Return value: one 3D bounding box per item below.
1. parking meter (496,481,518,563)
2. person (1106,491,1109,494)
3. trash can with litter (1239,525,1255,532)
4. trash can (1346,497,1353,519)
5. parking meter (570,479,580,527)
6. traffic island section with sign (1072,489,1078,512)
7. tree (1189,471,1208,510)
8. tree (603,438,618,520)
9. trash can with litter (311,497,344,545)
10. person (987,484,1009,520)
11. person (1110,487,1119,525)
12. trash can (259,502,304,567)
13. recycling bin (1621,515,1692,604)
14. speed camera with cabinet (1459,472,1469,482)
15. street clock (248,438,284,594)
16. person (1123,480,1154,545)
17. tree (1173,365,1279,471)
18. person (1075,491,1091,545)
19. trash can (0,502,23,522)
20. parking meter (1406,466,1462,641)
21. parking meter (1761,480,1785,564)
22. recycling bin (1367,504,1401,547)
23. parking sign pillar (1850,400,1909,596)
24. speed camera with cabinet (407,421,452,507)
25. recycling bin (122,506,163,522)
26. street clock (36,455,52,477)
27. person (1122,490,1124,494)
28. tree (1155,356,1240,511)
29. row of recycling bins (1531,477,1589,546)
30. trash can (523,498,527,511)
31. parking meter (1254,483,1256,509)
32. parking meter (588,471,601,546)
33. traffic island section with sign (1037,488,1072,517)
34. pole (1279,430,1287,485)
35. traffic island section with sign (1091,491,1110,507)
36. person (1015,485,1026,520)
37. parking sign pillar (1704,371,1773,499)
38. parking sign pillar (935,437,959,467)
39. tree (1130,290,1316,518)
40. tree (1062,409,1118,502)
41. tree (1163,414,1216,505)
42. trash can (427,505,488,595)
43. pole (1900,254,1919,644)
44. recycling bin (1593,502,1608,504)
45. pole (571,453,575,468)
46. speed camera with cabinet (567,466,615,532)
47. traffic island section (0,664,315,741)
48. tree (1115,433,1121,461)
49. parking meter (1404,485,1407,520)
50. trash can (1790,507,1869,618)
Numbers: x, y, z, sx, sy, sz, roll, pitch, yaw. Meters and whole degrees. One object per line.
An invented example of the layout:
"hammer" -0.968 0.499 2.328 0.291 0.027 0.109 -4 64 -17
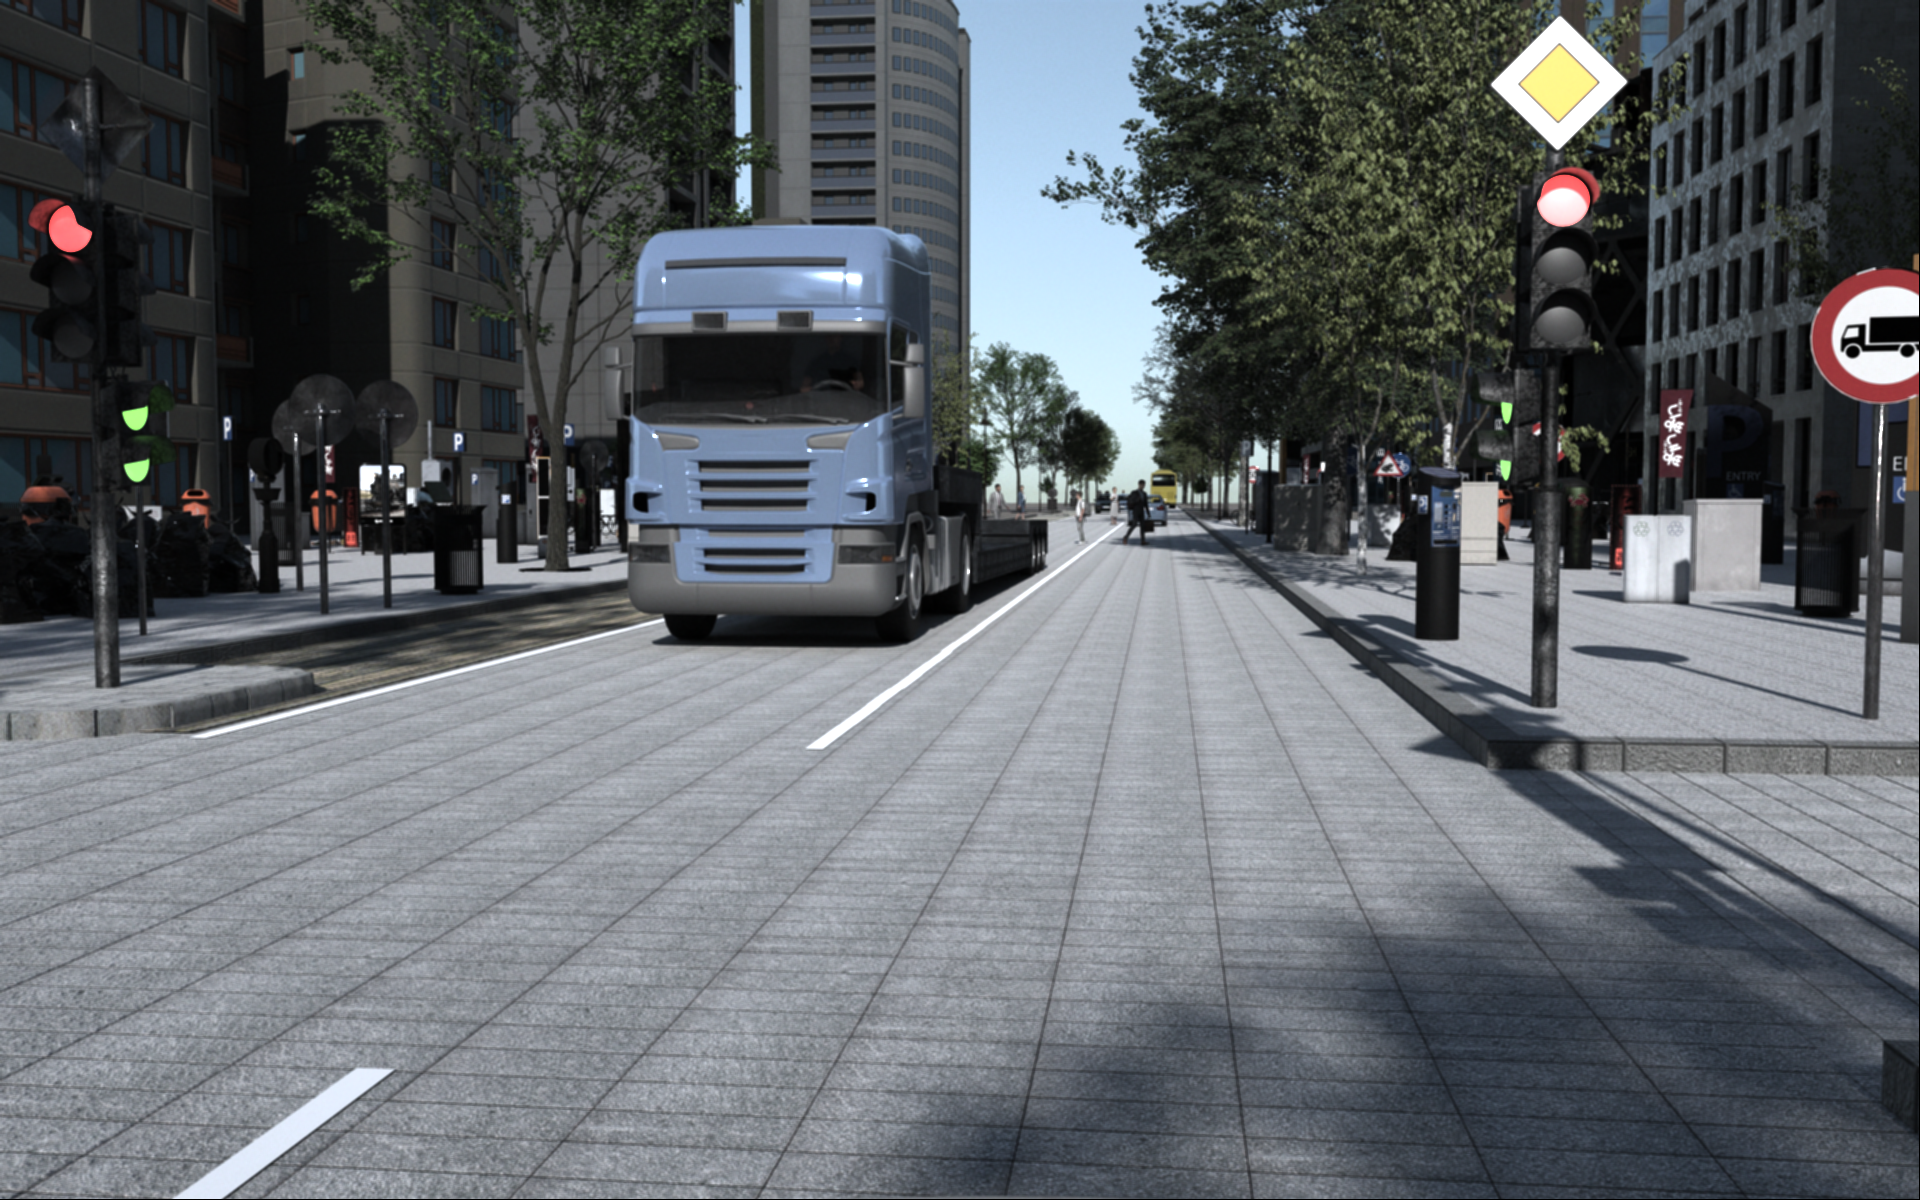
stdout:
"parking meter" -8.415 -1.452 32.155 0.372 1.533 0.369 0 3 0
"person" 16.824 -11.524 196.931 1.348 1.822 0.705 2 4 28
"trash can with litter" 10.775 -2.936 59.069 2.233 1.210 1.678 2 4 26
"trash can" 18.802 -4.450 84.409 0.748 1.137 0.748 0 3 0
"parking meter" -14.812 -3.723 66.583 0.399 1.863 0.255 0 4 7
"traffic island section with sign" 9.127 -7.893 137.682 1.989 1.847 2.006 0 4 7
"tree" 19.925 -9.042 142.437 1.663 3.219 1.824 0 3 0
"tree" -16.492 -6.252 85.934 4.285 4.588 4.351 0 3 0
"trash can with litter" -16.089 -1.995 43.671 1.678 1.210 2.233 2 4 32
"person" 1.331 -3.270 62.231 0.678 1.792 0.850 -2 4 -32
"person" 7.242 -4.383 80.726 0.480 1.755 0.524 -3 4 -37
"trash can" -12.045 -1.170 30.784 0.748 1.137 0.748 0 3 0
"recycling bin" 8.286 -0.494 20.629 0.722 1.027 0.722 1 4 19
"speed camera with cabinet" 20.434 -4.746 71.940 0.660 3.252 2.038 3 5 42
"street clock" -8.948 -1.089 22.382 0.358 2.002 0.471 1 4 11
"person" 4.994 -2.446 48.461 0.622 1.834 0.822 -3 5 -42
"tree" 17.184 -10.732 109.884 7.601 10.594 8.767 -3 4 -37
"person" 3.443 -2.335 49.268 0.523 1.515 0.503 -3 5 -41
"trash can" -16.542 -1.146 30.392 0.748 1.137 0.748 0 3 0
"parking meter" 4.226 -0.421 15.297 0.372 1.533 0.369 0 3 0
"parking meter" 14.928 -1.430 31.799 0.372 1.533 0.369 0 3 0
"recycling bin" 10.357 -1.831 42.484 0.722 1.027 0.722 0 4 -3
"parking sign pillar" 12.176 -2.062 22.190 1.447 3.967 1.447 2 4 32
"speed camera with cabinet" -14.210 -3.157 45.955 0.660 3.252 2.038 1 4 11
"recycling bin" -17.299 -1.469 36.574 0.722 1.027 0.722 -3 4 -38
"street clock" -16.908 -1.679 32.024 0.358 2.002 0.471 -2 4 -31
"person" 16.493 -10.163 174.657 0.705 1.826 1.348 2 4 34
"tree" 18.314 -12.858 128.361 7.486 12.596 7.792 0 3 0
"row of recycling bins" 15.325 -2.262 44.096 1.069 1.692 3.534 0 4 8
"trash can" -15.660 -3.174 63.556 0.748 1.137 0.748 0 3 0
"parking meter" 14.455 -4.789 84.009 0.399 1.863 0.255 0 4 5
"parking meter" -8.986 -2.256 42.593 0.255 1.863 0.399 -1 4 -17
"traffic island section with sign" 5.965 -6.249 110.791 1.989 1.847 2.006 0 4 7
"pole" 9.270 -3.420 49.765 0.158 3.312 0.155 0 3 0
"traffic island section with sign" 15.533 -11.234 192.299 1.989 1.847 2.006 0 4 7
"person" 2.725 -4.230 77.678 0.581 1.822 0.654 -3 5 -43
"parking sign pillar" 16.904 -3.008 37.659 1.447 3.967 1.447 2 4 34
"parking sign pillar" -0.641 -5.661 81.033 1.447 3.967 1.447 3 5 43
"tree" 14.201 -11.096 91.782 12.009 13.543 11.850 0 3 0
"tree" 17.360 -19.197 232.002 7.486 12.596 7.792 0 3 0
"tree" 28.396 -17.452 211.087 9.928 11.665 9.643 0 3 0
"trash can" -6.431 -0.645 22.204 0.748 1.137 0.748 0 3 0
"pole" 8.203 -1.281 14.789 0.158 3.312 0.155 0 3 0
"recycling bin" 19.541 -2.508 53.559 0.722 1.027 0.722 0 4 -5
"pole" -19.234 -5.647 86.172 0.158 3.312 0.155 0 3 0
"speed camera with cabinet" -12.661 -3.903 58.148 2.038 3.252 0.660 -2 4 -30
"traffic island section" -5.685 0.658 11.529 2.009 0.180 2.903 0 4 7
"tree" 19.267 -19.538 245.206 9.928 11.665 9.643 0 3 0
"parking meter" 12.837 -2.502 49.322 0.372 1.533 0.369 0 3 0
"trash can" 9.099 -0.398 18.157 0.748 1.137 0.748 0 3 0
